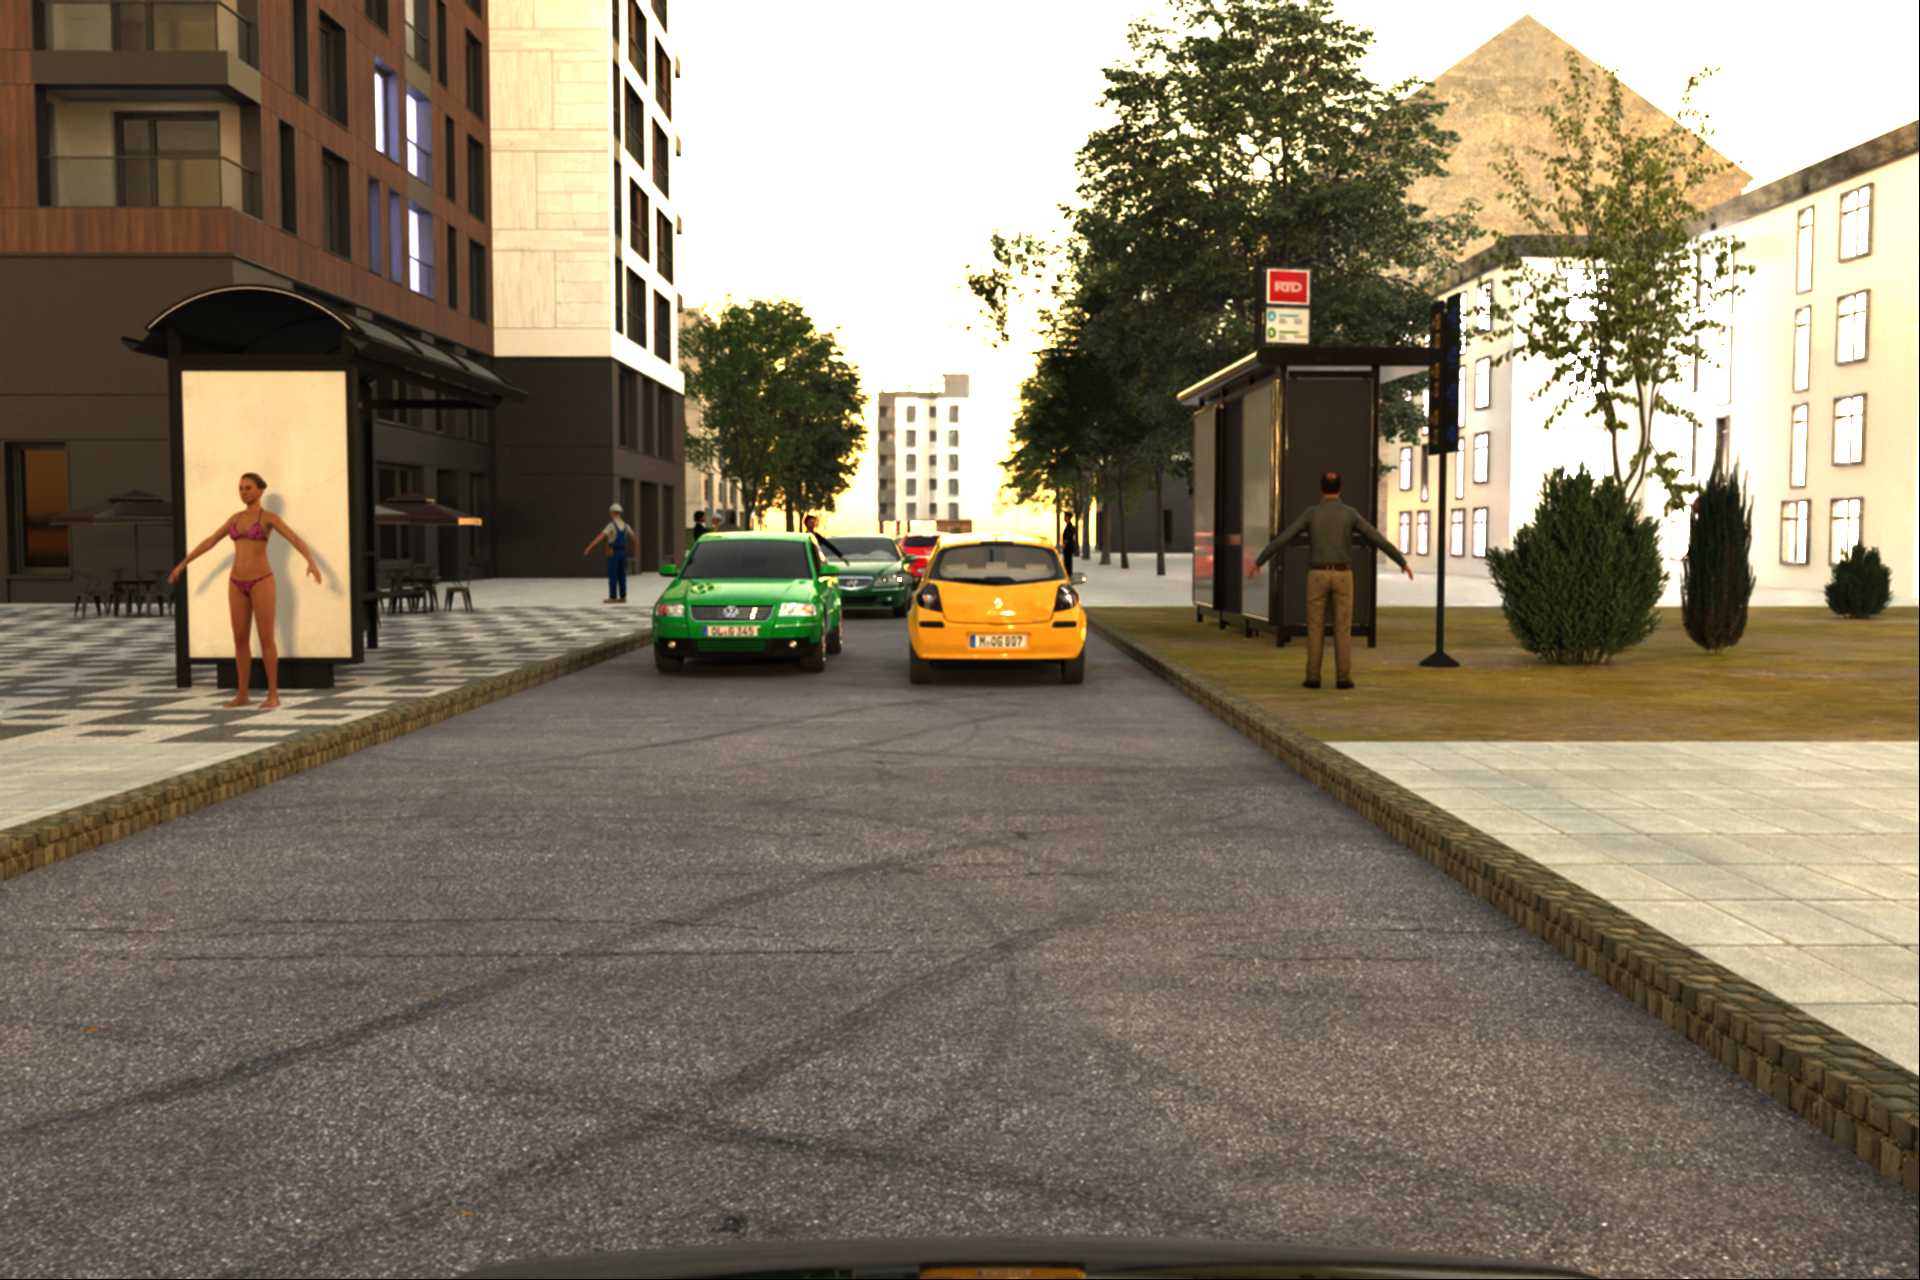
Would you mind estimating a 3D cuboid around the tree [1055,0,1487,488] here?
[{"bbox_3d":[7.089,-8.132,39.619,9.857,13.997,8.962,0,3,0],"label":"tree"}]

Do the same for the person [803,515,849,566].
[{"bbox_3d":[-2.330,-1.118,27.458,1.216,1.740,0.721,-2,4,-27],"label":"person"}]

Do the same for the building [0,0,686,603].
[{"bbox_3d":[-23.966,-12.450,47.533,27.936,21.610,32.646,0,4,-1],"label":"building"}]

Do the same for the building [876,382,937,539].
[{"bbox_3d":[-9.691,-21.383,208.488,11.380,20.090,16.016,0,4,6],"label":"building"}]

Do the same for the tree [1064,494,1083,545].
[{"bbox_3d":[14.108,-15.586,205.188,4.737,8.622,4.395,0,3,0],"label":"tree"}]

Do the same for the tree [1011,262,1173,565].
[{"bbox_3d":[6.021,-9.440,72.477,7.486,12.596,7.792,0,3,0],"label":"tree"}]

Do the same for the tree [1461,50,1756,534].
[{"bbox_3d":[9.944,-4.633,26.113,4.737,8.622,4.395,0,3,0],"label":"tree"}]

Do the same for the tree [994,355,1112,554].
[{"bbox_3d":[5.965,-11.685,109.178,7.486,12.596,7.792,0,3,0],"label":"tree"}]

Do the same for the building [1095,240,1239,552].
[{"bbox_3d":[24.455,-17.901,136.653,27.936,21.610,32.646,0,4,0],"label":"building"}]

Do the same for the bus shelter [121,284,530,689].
[{"bbox_3d":[-5.808,-1.400,16.819,2.014,3.302,5.546,0,4,-1],"label":"bus shelter"}]

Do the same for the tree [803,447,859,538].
[{"bbox_3d":[-8.796,-9.812,110.795,4.360,8.622,3.978,0,3,0],"label":"tree"}]

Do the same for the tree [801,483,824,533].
[{"bbox_3d":[-9.435,-10.195,117.052,4.360,8.622,3.978,0,3,0],"label":"tree"}]

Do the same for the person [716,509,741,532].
[{"bbox_3d":[-4.842,-1.870,36.697,0.705,1.813,1.348,3,5,41],"label":"person"}]

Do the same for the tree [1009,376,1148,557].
[{"bbox_3d":[6.759,-10.525,97.845,9.928,11.665,9.643,0,3,0],"label":"tree"}]

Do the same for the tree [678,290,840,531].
[{"bbox_3d":[-8.879,-9.013,73.114,9.928,11.665,9.643,0,3,0],"label":"tree"}]

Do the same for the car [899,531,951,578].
[{"bbox_3d":[-0.843,-2.262,46.017,2.155,1.783,4.494,0,4,0],"label":"car"}]

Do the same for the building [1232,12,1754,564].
[{"bbox_3d":[23.894,-15.395,82.634,19.493,23.208,18.063,0,3,0],"label":"building"}]

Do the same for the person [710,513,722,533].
[{"bbox_3d":[-5.761,-2.076,40.404,0.721,1.772,1.216,-2,4,-30],"label":"person"}]

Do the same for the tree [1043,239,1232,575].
[{"bbox_3d":[5.945,-7.277,53.394,7.601,10.594,8.767,-2,4,-28],"label":"tree"}]

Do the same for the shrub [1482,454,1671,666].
[{"bbox_3d":[6.103,-0.801,17.143,1.661,2.075,1.752,0,3,0],"label":"shrub"}]

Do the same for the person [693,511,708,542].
[{"bbox_3d":[-5.023,-1.675,34.108,0.721,1.740,1.216,-1,4,-19],"label":"person"}]

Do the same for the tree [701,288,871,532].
[{"bbox_3d":[-8.769,-11.197,89.728,9.857,13.997,8.962,0,3,0],"label":"tree"}]

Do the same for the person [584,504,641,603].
[{"bbox_3d":[-6.425,-1.618,32.309,0.705,1.847,1.347,3,4,36],"label":"person"}]

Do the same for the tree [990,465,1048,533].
[{"bbox_3d":[7.092,-16.625,206.236,7.601,10.594,8.767,0,4,2],"label":"tree"}]

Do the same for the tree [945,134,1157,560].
[{"bbox_3d":[5.648,-13.997,84.741,12.611,20.169,13.585,0,3,0],"label":"tree"}]

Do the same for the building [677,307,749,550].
[{"bbox_3d":[-28.656,-17.389,150.766,16.747,18.905,31.486,0,4,0],"label":"building"}]

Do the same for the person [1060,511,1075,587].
[{"bbox_3d":[2.558,-2.171,41.430,0.705,1.837,1.347,0,4,7],"label":"person"}]

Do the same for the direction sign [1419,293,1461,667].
[{"bbox_3d":[4.673,-1.515,16.772,0.379,3.537,0.876,0,4,-1],"label":"direction sign"}]

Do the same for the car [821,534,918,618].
[{"bbox_3d":[-1.814,-1.188,31.217,2.131,1.459,4.920,0,4,0],"label":"car"}]

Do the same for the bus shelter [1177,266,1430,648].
[{"bbox_3d":[4.285,-2.817,23.695,2.179,5.291,8.768,0,4,-1],"label":"bus shelter"}]

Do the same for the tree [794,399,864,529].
[{"bbox_3d":[-17.496,-21.629,209.524,12.611,20.169,13.585,0,3,0],"label":"tree"}]

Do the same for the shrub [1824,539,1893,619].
[{"bbox_3d":[13.618,-0.925,26.245,1.383,1.207,1.383,0,3,0],"label":"shrub"}]

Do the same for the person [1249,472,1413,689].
[{"bbox_3d":[3.083,-0.499,14.437,1.348,1.796,0.705,1,4,12],"label":"person"}]

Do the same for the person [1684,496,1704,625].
[{"bbox_3d":[10.233,-1.087,23.991,0.704,1.802,1.346,1,4,16],"label":"person"}]

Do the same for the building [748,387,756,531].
[{"bbox_3d":[-27.076,-19.484,174.975,16.016,20.090,11.380,0,4,-1],"label":"building"}]

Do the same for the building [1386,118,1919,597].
[{"bbox_3d":[20.022,-6.531,48.923,9.099,9.664,28.070,0,4,0],"label":"building"}]

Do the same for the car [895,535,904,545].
[{"bbox_3d":[-2.584,-4.614,87.797,2.083,1.381,4.827,0,4,0],"label":"car"}]

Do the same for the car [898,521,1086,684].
[{"bbox_3d":[0.342,-0.476,18.013,2.015,1.641,3.980,0,4,0],"label":"car"}]

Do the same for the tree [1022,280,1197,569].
[{"bbox_3d":[5.796,-7.932,64.108,7.601,10.594,8.767,0,4,4],"label":"tree"}]

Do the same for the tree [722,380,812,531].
[{"bbox_3d":[-9.142,-7.997,81.116,4.737,8.622,4.395,0,3,0],"label":"tree"}]

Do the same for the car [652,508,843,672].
[{"bbox_3d":[-2.294,-0.649,19.407,1.959,1.807,4.718,0,4,-1],"label":"car"}]

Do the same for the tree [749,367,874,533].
[{"bbox_3d":[-9.293,-10.819,102.650,9.928,11.665,9.643,0,3,0],"label":"tree"}]

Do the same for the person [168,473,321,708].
[{"bbox_3d":[-5.264,-0.366,12.789,1.217,1.733,0.721,1,4,10],"label":"person"}]
